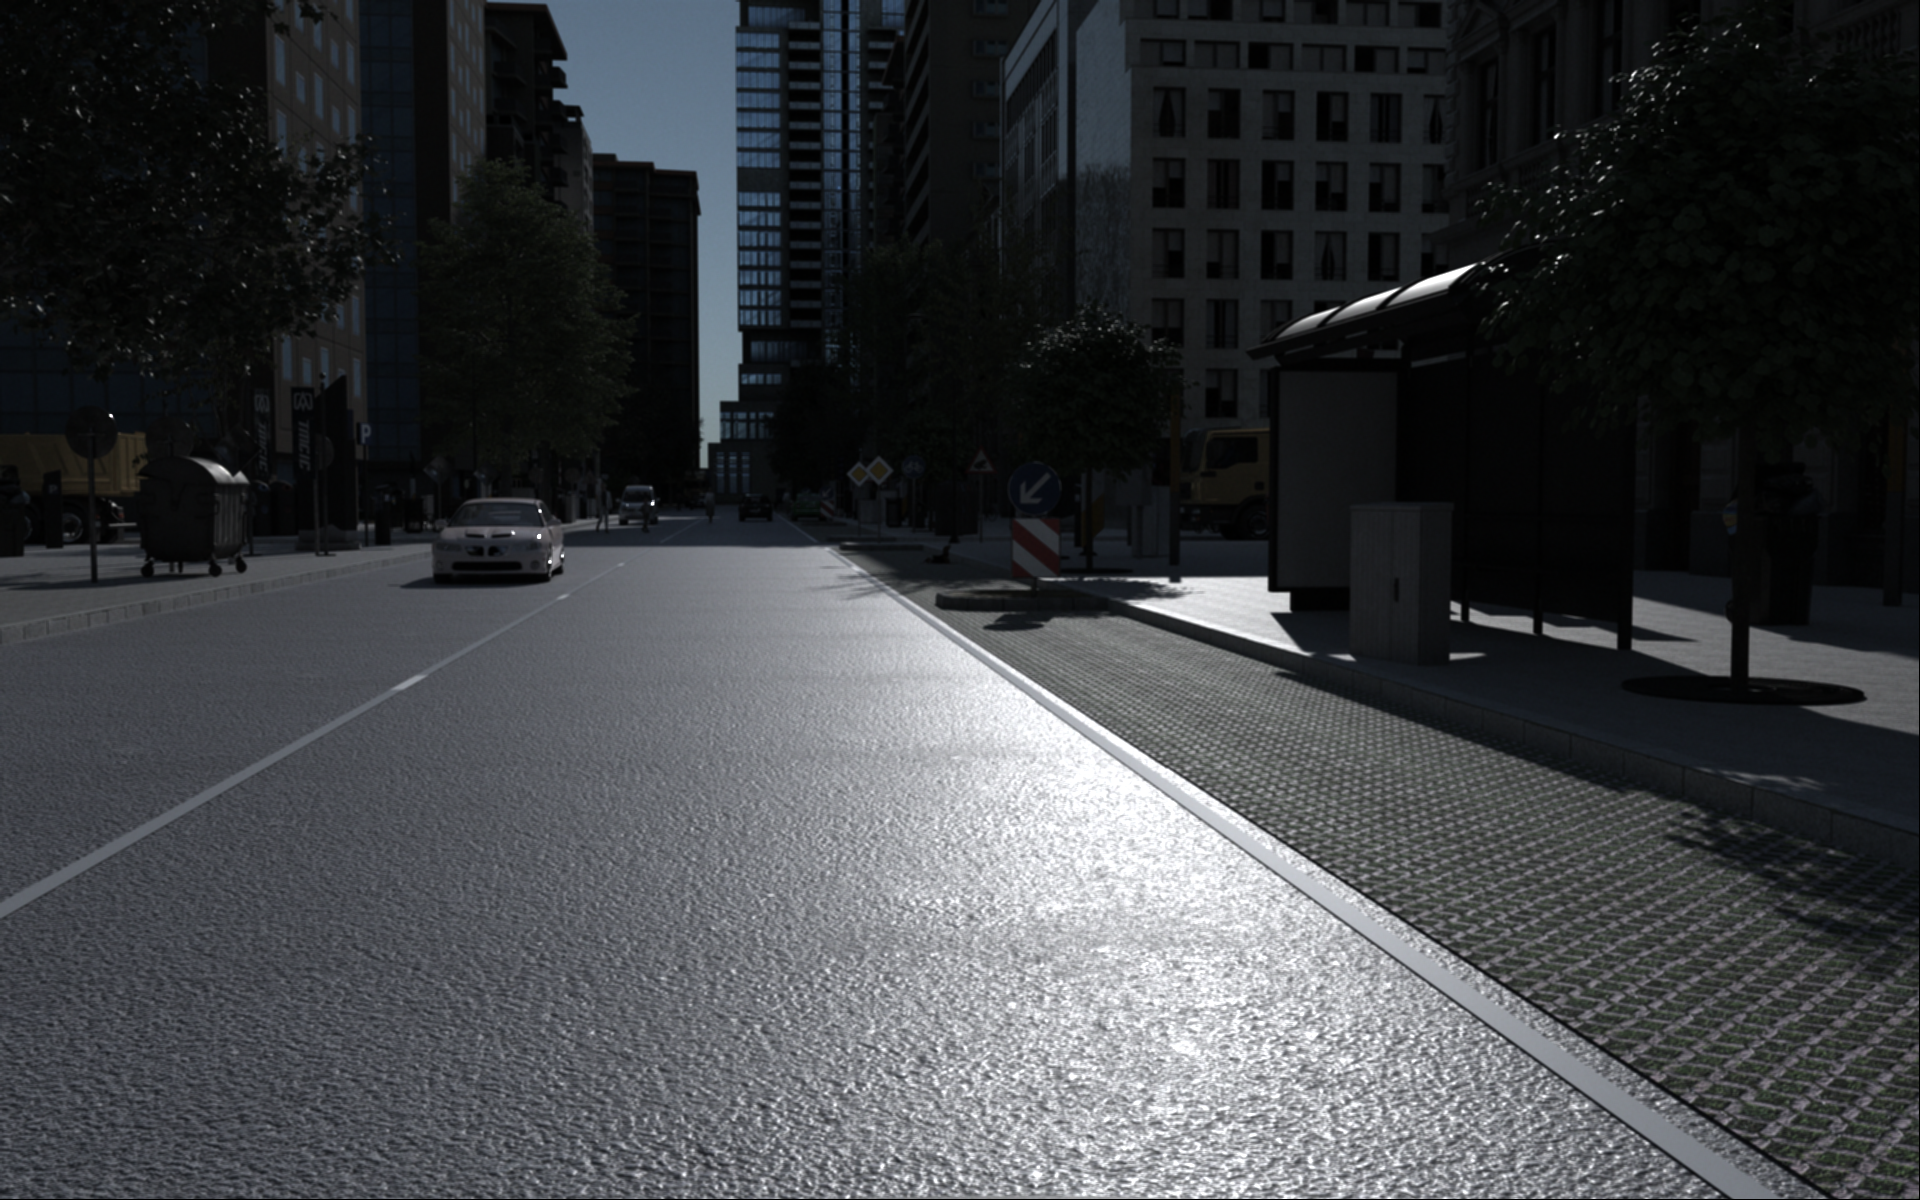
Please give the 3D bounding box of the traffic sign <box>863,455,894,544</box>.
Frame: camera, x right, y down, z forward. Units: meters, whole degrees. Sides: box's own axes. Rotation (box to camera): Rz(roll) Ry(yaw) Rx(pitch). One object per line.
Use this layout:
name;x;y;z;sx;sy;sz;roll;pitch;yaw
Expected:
traffic sign;-2.099;-2.518;44.816;0.795;2.450;0.064;0;4;-7

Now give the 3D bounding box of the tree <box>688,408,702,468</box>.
tree;-33.918;-17.372;202.164;7.486;12.596;7.792;0;3;0

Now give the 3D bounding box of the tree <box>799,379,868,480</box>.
tree;-8.253;-10.080;115.165;4.360;8.622;3.978;0;3;0

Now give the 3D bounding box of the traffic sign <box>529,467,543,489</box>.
traffic sign;-20.154;-5.037;82.467;0.768;2.556;0.104;0;4;-2

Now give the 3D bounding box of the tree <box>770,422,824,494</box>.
tree;-17.496;-16.860;193.794;7.486;12.596;7.792;0;3;0

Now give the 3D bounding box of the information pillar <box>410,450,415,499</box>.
information pillar;-28.951;-6.130;91.586;0.183;3.616;0.504;-3;4;-38

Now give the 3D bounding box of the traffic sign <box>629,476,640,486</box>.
traffic sign;-22.538;-7.323;119.832;0.768;2.556;0.104;0;4;-5

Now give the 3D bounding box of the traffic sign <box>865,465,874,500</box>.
traffic sign;-4.161;-4.721;77.184;0.884;2.594;0.081;0;4;-5

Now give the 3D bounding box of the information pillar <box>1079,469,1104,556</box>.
information pillar;2.751;-2.733;36.044;0.504;3.616;0.183;-1;4;-15

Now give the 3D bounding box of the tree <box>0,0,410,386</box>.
tree;-11.319;-6.197;18.328;9.611;12.733;9.660;0;3;0

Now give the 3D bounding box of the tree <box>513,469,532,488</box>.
tree;-29.327;-7.342;114.646;1.663;3.219;1.824;0;3;0

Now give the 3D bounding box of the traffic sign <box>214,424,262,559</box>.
traffic sign;-11.863;-1.669;28.480;0.795;2.450;0.064;0;4;0

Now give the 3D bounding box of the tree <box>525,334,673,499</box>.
tree;-21.049;-10.113;99.755;8.767;10.594;7.601;-3;5;-39

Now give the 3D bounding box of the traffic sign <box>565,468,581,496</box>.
traffic sign;-18.756;-5.123;83.872;0.768;2.556;0.104;0;4;-5

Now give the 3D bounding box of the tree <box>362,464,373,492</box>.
tree;-32.084;-5.989;92.514;1.663;3.219;1.824;0;3;0

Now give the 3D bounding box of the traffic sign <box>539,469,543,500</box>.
traffic sign;-20.733;-5.225;85.533;0.768;2.556;0.104;0;4;-2

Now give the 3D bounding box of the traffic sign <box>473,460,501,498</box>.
traffic sign;-14.036;-2.922;51.423;0.795;2.450;0.064;0;4;-7

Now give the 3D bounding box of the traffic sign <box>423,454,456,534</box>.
traffic sign;-13.064;-2.438;43.497;0.795;2.450;0.064;0;4;-7

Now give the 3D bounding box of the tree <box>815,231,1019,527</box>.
tree;-1.719;-8.666;67.448;9.928;11.665;9.643;0;3;0

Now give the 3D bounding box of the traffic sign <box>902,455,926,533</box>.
traffic sign;-1.510;-3.461;56.698;0.768;2.556;0.104;0;4;-4

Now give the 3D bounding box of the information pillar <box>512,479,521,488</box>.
information pillar;-21.355;-4.833;83.515;0.304;2.012;0.304;3;4;37

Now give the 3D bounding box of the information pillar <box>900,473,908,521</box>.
information pillar;-2.649;-5.501;81.294;0.183;3.616;0.504;3;4;36

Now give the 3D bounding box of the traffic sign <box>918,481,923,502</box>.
traffic sign;-1.716;-4.732;77.469;0.768;2.556;0.104;0;4;-5

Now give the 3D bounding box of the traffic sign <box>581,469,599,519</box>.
traffic sign;-19.197;-5.496;89.867;0.884;2.594;0.081;0;4;-4

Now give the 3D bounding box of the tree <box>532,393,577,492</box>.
tree;-28.189;-10.378;120.050;4.737;8.622;4.395;0;3;0

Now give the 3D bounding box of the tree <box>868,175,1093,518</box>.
tree;1.193;-5.454;39.531;4.737;8.622;4.395;0;3;0

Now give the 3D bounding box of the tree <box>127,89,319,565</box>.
tree;-13.457;-4.962;31.483;4.360;8.622;3.978;0;3;0

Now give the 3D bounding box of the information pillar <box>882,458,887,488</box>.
information pillar;-4.704;-7.079;107.092;0.183;3.616;0.504;-3;5;-39

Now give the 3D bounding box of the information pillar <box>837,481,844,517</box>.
information pillar;-6.690;-5.651;96.879;0.304;2.012;0.304;-3;4;-37

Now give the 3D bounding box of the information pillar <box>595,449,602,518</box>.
information pillar;-18.976;-6.092;90.958;0.183;3.616;0.504;-3;5;-44

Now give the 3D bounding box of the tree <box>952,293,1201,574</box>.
tree;2.220;-2.735;28.432;4.285;4.588;4.351;0;3;0

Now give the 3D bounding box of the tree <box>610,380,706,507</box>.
tree;-30.413;-15.719;174.010;9.611;12.733;9.660;0;3;0

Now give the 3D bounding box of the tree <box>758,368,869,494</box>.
tree;-13.641;-15.339;161.157;12.009;13.543;11.850;0;3;0

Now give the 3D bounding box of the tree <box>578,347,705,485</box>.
tree;-26.200;-14.232;143.071;12.009;13.543;11.850;0;3;0

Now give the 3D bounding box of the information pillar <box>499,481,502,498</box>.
information pillar;-24.885;-5.479;94.074;0.304;2.012;0.304;-1;4;-18

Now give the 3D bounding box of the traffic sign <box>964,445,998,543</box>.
traffic sign;0.551;-2.779;45.436;0.884;2.594;0.081;0;4;-4

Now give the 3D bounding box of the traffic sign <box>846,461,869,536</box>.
traffic sign;-3.071;-3.003;52.742;0.795;2.450;0.064;0;4;-7

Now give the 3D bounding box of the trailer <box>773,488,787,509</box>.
trailer;-17.691;-10.030;171.032;1.471;1.999;3.904;-1;4;-8

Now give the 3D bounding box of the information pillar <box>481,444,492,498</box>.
information pillar;-21.490;-5.331;78.515;0.504;3.616;0.183;-3;5;-41

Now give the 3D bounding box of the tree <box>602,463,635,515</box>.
tree;-21.878;-6.990;108.894;1.663;3.219;1.824;0;3;0

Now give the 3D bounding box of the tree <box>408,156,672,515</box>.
tree;-15.125;-8.604;58.798;7.486;12.596;7.792;0;3;0

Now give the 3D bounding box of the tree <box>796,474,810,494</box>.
tree;-18.744;-15.499;203.765;4.737;8.622;4.395;0;3;0

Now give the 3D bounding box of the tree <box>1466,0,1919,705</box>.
tree;5.097;-1.670;11.022;4.285;4.588;4.351;0;3;0

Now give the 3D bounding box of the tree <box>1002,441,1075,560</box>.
tree;1.547;-2.428;34.298;1.663;3.219;1.824;0;3;0

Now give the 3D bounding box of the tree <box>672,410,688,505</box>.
tree;-16.471;-9.316;70.442;7.486;12.596;7.792;0;3;0

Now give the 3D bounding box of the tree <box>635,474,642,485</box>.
tree;-24.692;-8.203;128.728;1.663;3.219;1.824;0;3;0

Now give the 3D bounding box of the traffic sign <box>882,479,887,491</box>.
traffic sign;-4.066;-5.648;92.449;0.768;2.556;0.104;0;4;1

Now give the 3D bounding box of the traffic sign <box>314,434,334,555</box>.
traffic sign;-13.591;-2.229;36.543;0.768;2.556;0.104;0;4;-1

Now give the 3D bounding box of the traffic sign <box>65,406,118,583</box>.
traffic sign;-12.516;-1.521;24.967;0.768;2.556;0.104;0;4;3

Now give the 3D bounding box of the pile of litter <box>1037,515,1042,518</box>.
pile of litter;2.960;-3.453;70.420;1.176;0.858;1.719;-1;4;-19

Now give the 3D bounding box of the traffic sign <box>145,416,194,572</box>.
traffic sign;-12.961;-1.731;28.410;0.768;2.556;0.104;0;4;-5

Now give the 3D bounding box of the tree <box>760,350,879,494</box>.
tree;-11.313;-13.533;138.279;9.611;12.733;9.660;0;3;0

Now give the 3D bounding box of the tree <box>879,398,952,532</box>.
tree;-0.942;-4.610;59.090;4.285;4.588;4.351;0;3;0

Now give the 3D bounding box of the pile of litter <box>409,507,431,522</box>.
pile of litter;-24.937;-3.989;79.186;1.719;0.858;1.176;0;4;-2
